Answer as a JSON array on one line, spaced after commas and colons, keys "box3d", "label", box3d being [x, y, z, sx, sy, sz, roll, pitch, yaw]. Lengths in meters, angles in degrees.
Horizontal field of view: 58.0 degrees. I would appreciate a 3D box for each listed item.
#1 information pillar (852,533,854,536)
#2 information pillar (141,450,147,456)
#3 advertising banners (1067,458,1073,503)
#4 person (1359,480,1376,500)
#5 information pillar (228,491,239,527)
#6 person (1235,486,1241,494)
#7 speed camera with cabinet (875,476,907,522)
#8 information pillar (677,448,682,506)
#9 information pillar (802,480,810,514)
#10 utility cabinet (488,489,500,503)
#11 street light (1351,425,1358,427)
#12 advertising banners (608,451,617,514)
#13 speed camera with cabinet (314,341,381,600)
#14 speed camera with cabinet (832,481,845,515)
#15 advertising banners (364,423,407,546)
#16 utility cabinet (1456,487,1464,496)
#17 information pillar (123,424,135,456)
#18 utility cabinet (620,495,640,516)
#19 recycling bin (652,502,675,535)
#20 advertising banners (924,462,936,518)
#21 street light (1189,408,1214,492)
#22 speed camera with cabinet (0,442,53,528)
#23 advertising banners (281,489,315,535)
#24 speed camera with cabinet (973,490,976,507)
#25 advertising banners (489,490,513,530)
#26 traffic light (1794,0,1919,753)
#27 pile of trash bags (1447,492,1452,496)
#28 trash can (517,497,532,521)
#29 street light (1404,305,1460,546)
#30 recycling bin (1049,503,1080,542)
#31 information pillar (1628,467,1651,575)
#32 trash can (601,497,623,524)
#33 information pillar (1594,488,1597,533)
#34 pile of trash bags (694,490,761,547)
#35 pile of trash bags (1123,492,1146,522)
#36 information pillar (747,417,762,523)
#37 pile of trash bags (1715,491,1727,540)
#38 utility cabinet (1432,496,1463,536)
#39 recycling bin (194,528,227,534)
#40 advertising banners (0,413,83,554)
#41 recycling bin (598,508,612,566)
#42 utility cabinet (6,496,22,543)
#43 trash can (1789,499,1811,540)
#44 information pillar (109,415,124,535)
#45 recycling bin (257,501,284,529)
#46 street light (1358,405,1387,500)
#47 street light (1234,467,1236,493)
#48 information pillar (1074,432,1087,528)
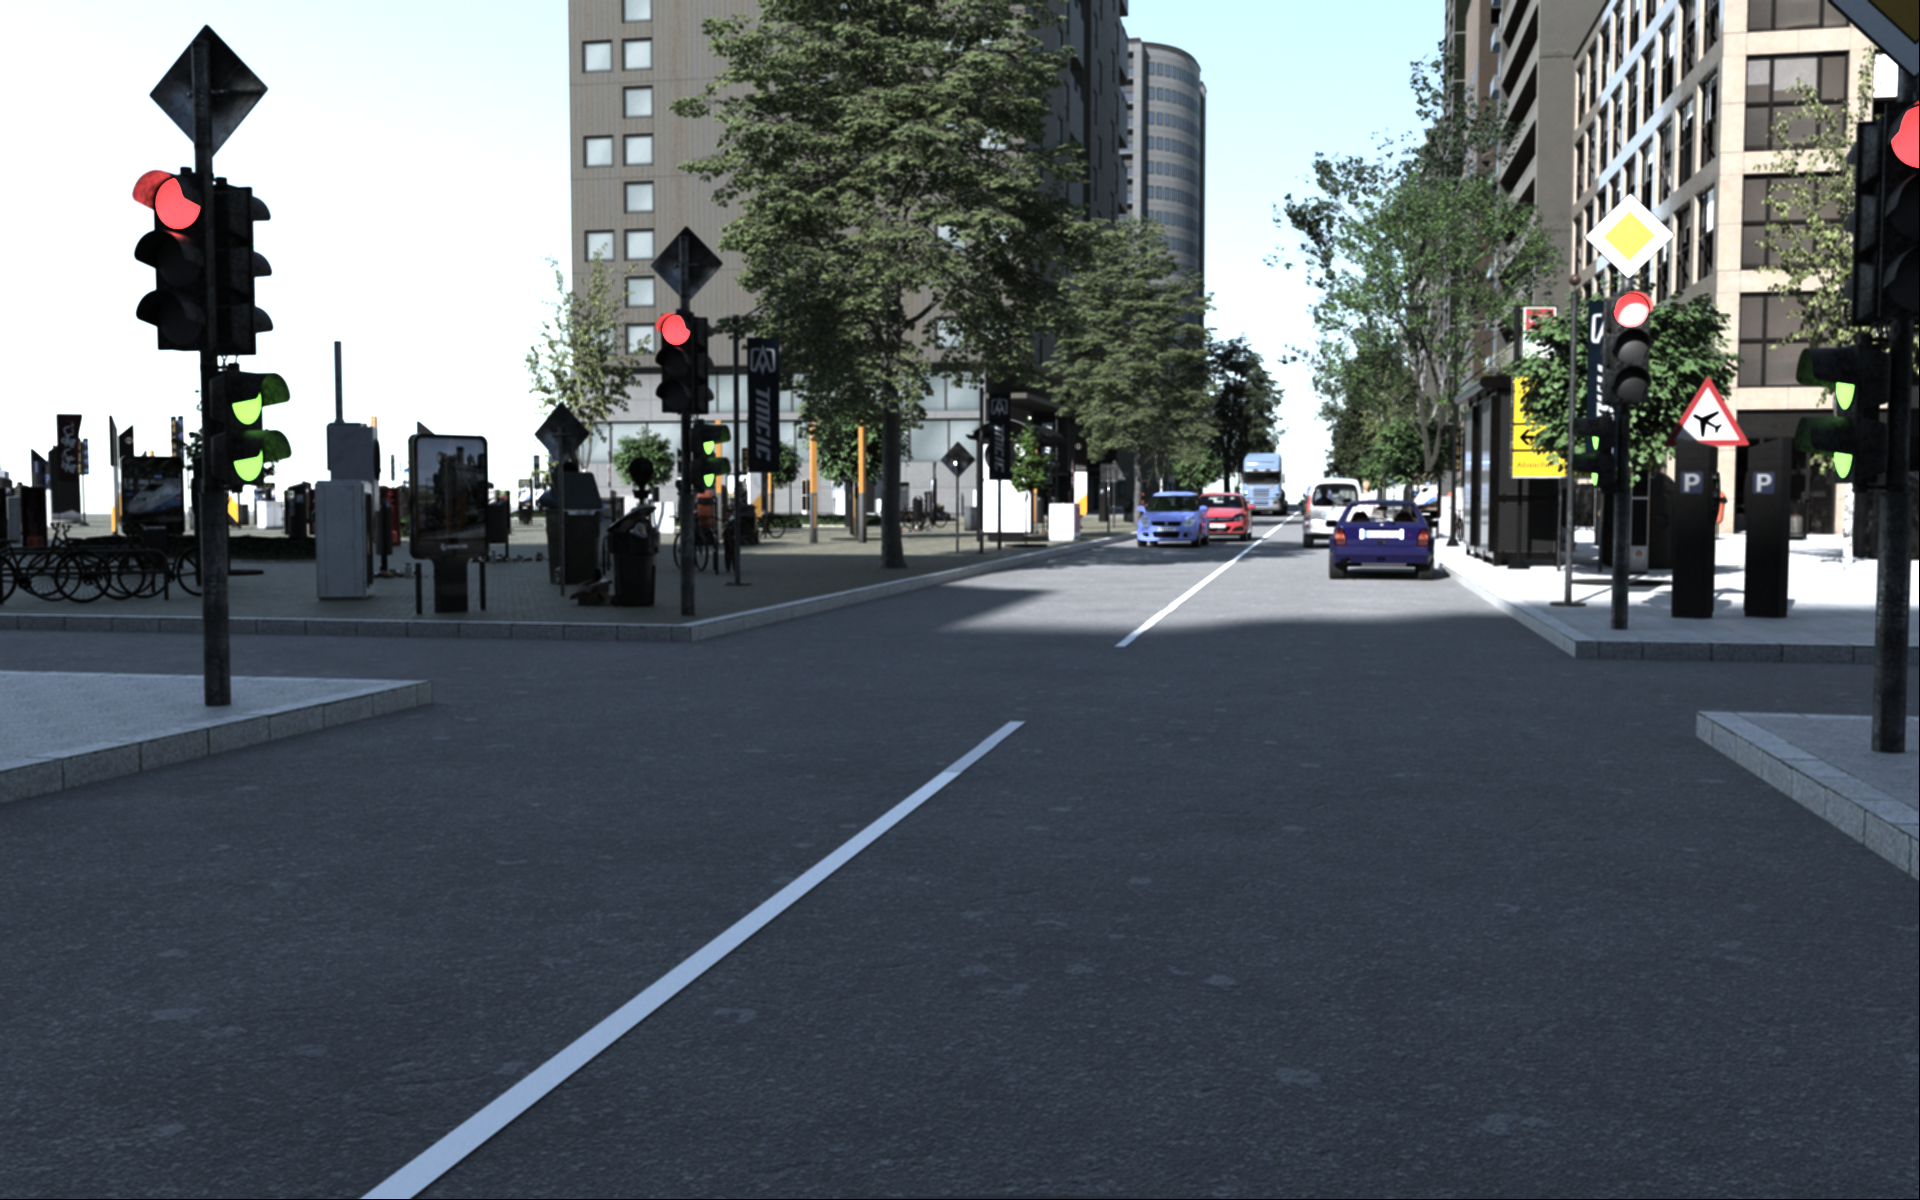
[{"box3d": [-3.222, -3.778, 53.127, 0.183, 3.616, 0.504, 0, 4, -3], "label": "information pillar"}, {"box3d": [-43.344, -6.158, 92.038, 0.504, 3.616, 0.183, 2, 4, 29], "label": "information pillar"}, {"box3d": [5.429, -5.438, 85.094, 0.090, 3.025, 2.074, 0, 4, -2], "label": "advertising banners"}, {"box3d": [9.089, -1.762, 37.975, 0.731, 1.740, 0.598, -3, 5, -42], "label": "person"}, {"box3d": [-28.065, -4.619, 66.879, 0.504, 3.616, 0.183, 1, 4, 22], "label": "information pillar"}, {"box3d": [12.499, -4.247, 78.339, 0.834, 1.777, 0.661, 1, 4, 15], "label": "person"}, {"box3d": [-3.184, -5.189, 79.171, 0.660, 3.252, 2.038, 2, 4, 31], "label": "speed camera with cabinet"}, {"box3d": [-14.051, -5.887, 87.612, 0.504, 3.616, 0.183, 1, 4, 9], "label": "information pillar"}, {"box3d": [-7.864, -5.137, 88.474, 0.304, 2.012, 0.304, 2, 4, 34], "label": "information pillar"}, {"box3d": [-20.022, -3.973, 73.632, 1.173, 1.500, 0.318, 3, 5, 42], "label": "utility cabinet"}, {"box3d": [27.143, -8.847, 117.190, 1.470, 5.913, 1.316, 1, 4, 12], "label": "street light"}, {"box3d": [-14.367, -4.609, 71.547, 0.090, 3.025, 2.074, 0, 4, -3], "label": "advertising banners"}, {"box3d": [-7.697, -1.681, 21.821, 0.660, 3.252, 2.038, -1, 4, -13], "label": "speed camera with cabinet"}, {"box3d": [-6.039, -5.728, 87.994, 0.660, 3.252, 2.038, -1, 4, -15], "label": "speed camera with cabinet"}, {"box3d": [-14.115, -2.859, 42.927, 2.074, 3.025, 0.090, -1, 4, -21], "label": "advertising banners"}, {"box3d": [16.691, -2.935, 56.662, 1.173, 1.500, 0.318, -2, 4, -31], "label": "utility cabinet"}, {"box3d": [-27.771, -4.064, 57.796, 0.504, 3.616, 0.183, -1, 4, -18], "label": "information pillar"}, {"box3d": [-17.020, -4.782, 89.340, 1.020, 1.237, 0.306, -1, 4, -12], "label": "utility cabinet"}, {"box3d": [-9.393, -2.587, 54.852, 0.722, 1.027, 0.722, -1, 4, -10], "label": "recycling bin"}, {"box3d": [-1.586, -5.977, 93.908, 0.090, 3.025, 2.074, 1, 4, 17], "label": "advertising banners"}, {"box3d": [12.930, -7.384, 93.263, 1.470, 5.913, 1.316, 1, 4, 12], "label": "street light"}, {"box3d": [-35.620, -4.365, 65.710, 2.038, 3.252, 0.660, -2, 4, -29], "label": "speed camera with cabinet"}, {"box3d": [-20.532, -3.607, 55.158, 2.074, 3.025, 0.090, -2, 4, -32], "label": "advertising banners"}, {"box3d": [1.543, -4.390, 66.105, 2.038, 3.252, 0.660, 1, 4, 23], "label": "speed camera with cabinet"}, {"box3d": [-16.260, -3.832, 58.844, 2.074, 3.025, 0.090, 0, 4, -6], "label": "advertising banners"}, {"box3d": [4.617, -1.200, 8.537, 0.839, 4.253, 0.868, 1, 4, 12], "label": "traffic light"}, {"box3d": [23.329, -4.130, 77.282, 3.447, 1.369, 1.912, -1, 4, -11], "label": "pile of trash bags"}, {"box3d": [-20.645, -4.317, 82.228, 0.748, 1.137, 0.748, 0, 3, 0], "label": "trash can"}, {"box3d": [11.588, -4.281, 42.527, 1.470, 5.913, 1.316, 1, 4, 12], "label": "street light"}, {"box3d": [2.840, -2.109, 47.031, 0.722, 1.027, 0.722, 1, 4, 18], "label": "recycling bin"}, {"box3d": [10.853, -1.420, 27.717, 0.304, 2.012, 0.304, 1, 4, 12], "label": "information pillar"}, {"box3d": [-14.084, -3.524, 69.271, 0.748, 1.137, 0.748, 0, 3, 0], "label": "trash can"}, {"box3d": [21.075, -3.207, 56.919, 0.304, 2.012, 0.304, -1, 4, -11], "label": "information pillar"}, {"box3d": [-6.064, -2.054, 43.340, 1.912, 1.369, 3.447, 0, 4, 2], "label": "pile of trash bags"}, {"box3d": [8.503, -4.319, 80.361, 1.912, 1.369, 3.447, 0, 3, 0], "label": "pile of trash bags"}, {"box3d": [-6.266, -3.755, 52.744, 0.183, 3.616, 0.504, 3, 5, 44], "label": "information pillar"}, {"box3d": [20.077, -2.423, 49.365, 3.447, 1.369, 1.912, 3, 5, 44], "label": "pile of trash bags"}, {"box3d": [15.000, -2.567, 53.133, 1.020, 1.237, 0.306, 0, 4, -1], "label": "utility cabinet"}, {"box3d": [-20.155, -2.081, 46.585, 0.722, 1.027, 0.722, -2, 4, -35], "label": "recycling bin"}, {"box3d": [-20.069, -2.523, 37.438, 2.074, 3.025, 0.090, -1, 4, -20], "label": "advertising banners"}, {"box3d": [-6.714, -1.124, 30.937, 0.722, 1.027, 0.722, 2, 4, 29], "label": "recycling bin"}, {"box3d": [-24.908, -2.101, 45.516, 0.306, 1.237, 1.020, -2, 4, -34], "label": "utility cabinet"}, {"box3d": [23.329, -2.247, 48.387, 0.748, 1.137, 0.748, 0, 3, 0], "label": "trash can"}, {"box3d": [-25.160, -3.681, 51.541, 0.183, 3.616, 0.504, -1, 4, -8], "label": "information pillar"}, {"box3d": [-25.321, -3.122, 63.600, 0.722, 1.027, 0.722, -3, 5, -44], "label": "recycling bin"}, {"box3d": [21.528, -7.180, 89.938, 1.470, 5.913, 1.316, 1, 4, 12], "label": "street light"}, {"box3d": [22.936, -10.298, 140.912, 1.470, 5.913, 1.316, 1, 4, 12], "label": "street light"}, {"box3d": [4.493, -4.483, 64.649, 0.504, 3.616, 0.183, 0, 4, 1], "label": "information pillar"}]
